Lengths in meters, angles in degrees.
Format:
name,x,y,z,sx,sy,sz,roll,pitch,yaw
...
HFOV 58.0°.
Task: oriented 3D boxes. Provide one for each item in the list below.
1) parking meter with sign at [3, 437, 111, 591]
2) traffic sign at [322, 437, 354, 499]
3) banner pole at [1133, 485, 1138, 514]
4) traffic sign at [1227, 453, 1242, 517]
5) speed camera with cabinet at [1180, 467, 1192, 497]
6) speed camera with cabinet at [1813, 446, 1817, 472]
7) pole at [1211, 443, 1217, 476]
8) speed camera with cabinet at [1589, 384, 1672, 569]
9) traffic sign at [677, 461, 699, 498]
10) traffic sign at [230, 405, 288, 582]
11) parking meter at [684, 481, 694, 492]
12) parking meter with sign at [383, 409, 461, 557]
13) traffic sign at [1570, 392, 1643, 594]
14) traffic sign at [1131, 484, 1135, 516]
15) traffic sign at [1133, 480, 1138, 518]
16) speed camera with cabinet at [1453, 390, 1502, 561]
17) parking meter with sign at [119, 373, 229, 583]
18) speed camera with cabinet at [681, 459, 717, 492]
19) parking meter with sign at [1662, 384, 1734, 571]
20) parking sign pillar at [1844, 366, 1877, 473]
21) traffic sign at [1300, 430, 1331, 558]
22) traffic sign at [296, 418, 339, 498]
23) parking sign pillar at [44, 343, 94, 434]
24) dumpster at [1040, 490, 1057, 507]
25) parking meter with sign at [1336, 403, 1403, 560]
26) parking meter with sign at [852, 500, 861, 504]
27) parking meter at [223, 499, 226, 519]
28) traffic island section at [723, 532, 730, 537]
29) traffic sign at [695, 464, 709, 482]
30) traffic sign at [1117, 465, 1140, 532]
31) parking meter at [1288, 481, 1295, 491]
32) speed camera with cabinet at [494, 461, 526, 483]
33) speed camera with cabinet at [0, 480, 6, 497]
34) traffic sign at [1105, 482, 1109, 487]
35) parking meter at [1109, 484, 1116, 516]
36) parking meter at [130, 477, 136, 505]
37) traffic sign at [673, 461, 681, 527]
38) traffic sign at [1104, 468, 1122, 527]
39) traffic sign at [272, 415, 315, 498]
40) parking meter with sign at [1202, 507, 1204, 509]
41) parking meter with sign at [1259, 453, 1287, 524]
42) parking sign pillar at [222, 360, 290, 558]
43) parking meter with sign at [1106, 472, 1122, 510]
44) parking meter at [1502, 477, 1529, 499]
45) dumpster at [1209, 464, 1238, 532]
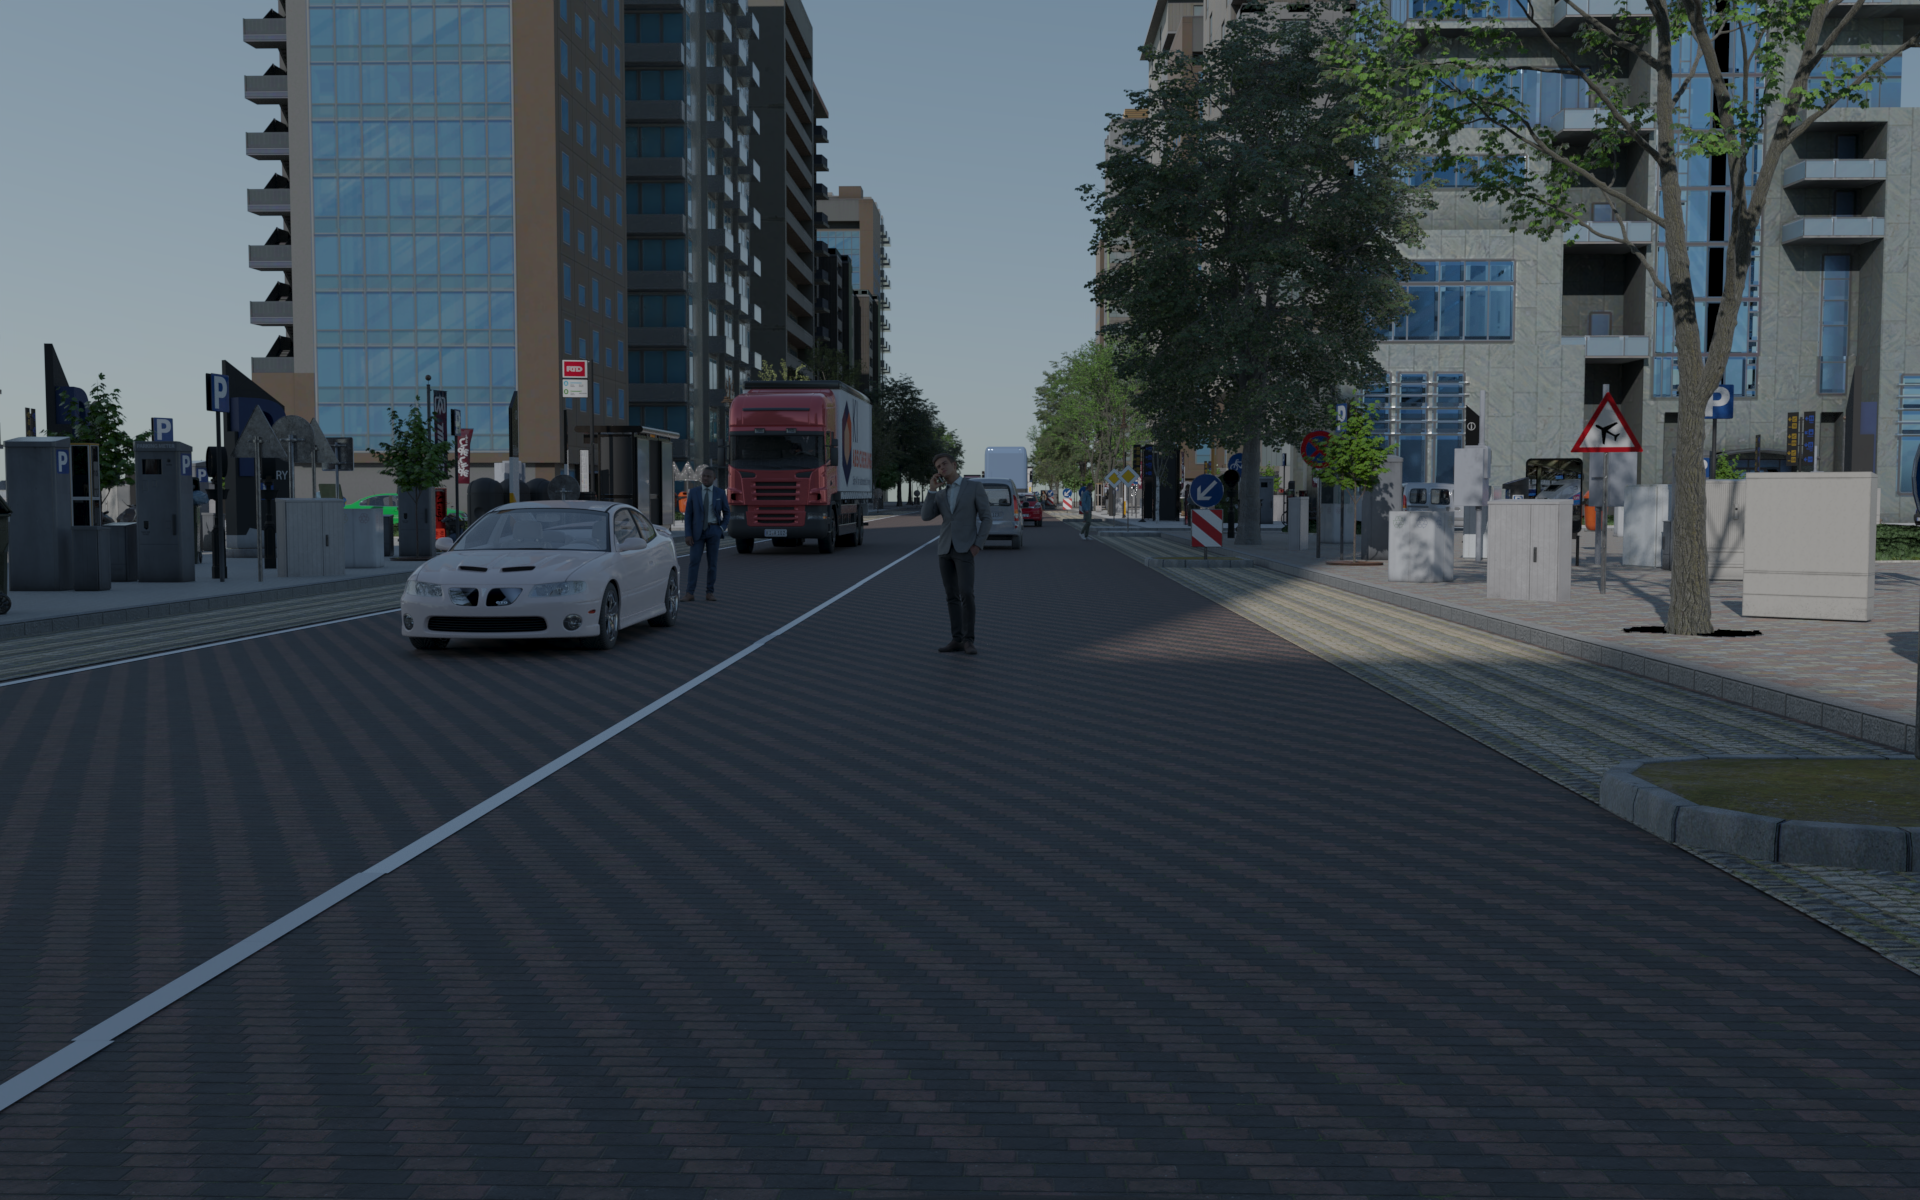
name,x,y,z,sx,sy,sz,roll,pitch,yaw
parking meter with sign,-12.204,-1.631,22.925,1.738,3.016,0.543,0,4,0
traffic sign,-11.206,-1.778,31.195,0.606,2.300,0.079,0,4,8
banner pole,11.500,-7.600,114.281,0.401,3.779,0.863,-1,4,-11
traffic sign,8.634,-3.266,53.499,0.768,2.556,0.104,0,4,3
speed camera with cabinet,15.661,-7.952,124.347,2.038,3.252,0.660,-2,4,-31
speed camera with cabinet,35.230,-4.651,70.376,0.660,3.252,2.038,0,4,3
pole,9.897,-4.507,67.529,0.158,3.312,0.155,0,3,0
speed camera with cabinet,11.981,-2.223,30.676,0.660,3.252,2.038,-1,4,-13
traffic sign,-10.712,-4.167,68.127,0.884,2.594,0.081,0,4,7
traffic sign,-10.245,-1.547,25.294,0.884,2.594,0.081,0,4,7
parking meter,-12.172,-4.415,77.891,0.399,1.863,0.255,-2,4,-30
parking meter with sign,-11.174,-2.405,35.575,1.738,3.016,0.543,0,4,-4
traffic sign,8.255,-1.355,22.160,0.884,2.594,0.081,1,4,9
traffic sign,9.905,-6.090,99.685,0.768,2.556,0.104,0,4,6
traffic sign,9.463,-5.680,92.977,0.768,2.556,0.104,0,4,6
speed camera with cabinet,10.115,-2.415,33.825,0.660,3.252,2.038,2,4,27
parking meter with sign,-11.599,-1.772,25.240,1.738,3.016,0.543,0,4,2
speed camera with cabinet,-14.606,-6.272,96.888,2.038,3.252,0.660,1,4,21
parking meter with sign,12.035,-1.968,28.440,0.543,3.016,1.738,0,4,2
parking sign pillar,19.200,-2.969,37.008,1.447,3.967,1.447,1,4,21
traffic sign,7.182,-2.112,34.641,0.768,2.556,0.104,1,4,11
traffic sign,-10.985,-1.802,29.471,0.884,2.594,0.081,1,4,10
parking sign pillar,-16.296,-2.644,31.700,1.447,3.967,1.447,-1,4,-13
dumpster,9.278,-10.553,180.755,1.865,1.857,1.264,0,4,3
parking meter with sign,8.206,-2.283,33.591,1.738,3.016,0.543,-1,4,-9
parking meter with sign,-7.939,-8.188,130.142,0.543,3.016,1.738,2,4,29
parking meter,-38.059,-5.130,89.590,0.255,1.863,0.399,3,4,38
traffic island section,-7.187,-2.274,59.463,2.009,0.180,2.903,0,4,2
traffic sign,-11.010,-4.538,74.304,0.768,2.556,0.104,0,4,8
traffic sign,5.725,-3.386,59.005,0.795,2.450,0.064,0,4,2
parking meter,14.469,-4.276,75.630,0.255,1.863,0.399,1,4,19
speed camera with cabinet,-12.093,-3.336,48.877,0.660,3.252,2.038,3,5,44
speed camera with cabinet,-64.129,-7.499,116.937,0.660,3.252,2.038,0,4,3
traffic sign,11.921,-8.416,137.608,0.884,2.594,0.081,1,4,10
parking meter,8.866,-5.812,100.731,0.255,1.863,0.399,3,5,44
parking meter,-21.786,-2.436,45.546,0.255,1.863,0.399,-2,4,-28
traffic sign,-11.304,-4.184,68.409,0.884,2.594,0.081,0,4,5
traffic sign,5.958,-3.874,66.987,0.795,2.450,0.064,0,4,2
traffic sign,-10.769,-1.702,27.936,0.768,2.556,0.104,0,4,5
parking meter with sign,15.803,-6.759,106.776,1.738,3.016,0.543,1,4,14
parking meter with sign,12.999,-4.748,73.884,1.738,3.016,0.543,0,4,0
parking sign pillar,-14.283,-2.864,35.295,1.447,3.967,1.447,3,4,36
parking meter with sign,11.997,-8.462,134.610,0.543,3.016,1.738,-2,4,-34
parking meter,8.116,-1.035,25.341,0.372,1.533,0.369,0,3,0
dumpster,8.831,-3.326,56.871,1.502,2.255,1.985,0,4,2
